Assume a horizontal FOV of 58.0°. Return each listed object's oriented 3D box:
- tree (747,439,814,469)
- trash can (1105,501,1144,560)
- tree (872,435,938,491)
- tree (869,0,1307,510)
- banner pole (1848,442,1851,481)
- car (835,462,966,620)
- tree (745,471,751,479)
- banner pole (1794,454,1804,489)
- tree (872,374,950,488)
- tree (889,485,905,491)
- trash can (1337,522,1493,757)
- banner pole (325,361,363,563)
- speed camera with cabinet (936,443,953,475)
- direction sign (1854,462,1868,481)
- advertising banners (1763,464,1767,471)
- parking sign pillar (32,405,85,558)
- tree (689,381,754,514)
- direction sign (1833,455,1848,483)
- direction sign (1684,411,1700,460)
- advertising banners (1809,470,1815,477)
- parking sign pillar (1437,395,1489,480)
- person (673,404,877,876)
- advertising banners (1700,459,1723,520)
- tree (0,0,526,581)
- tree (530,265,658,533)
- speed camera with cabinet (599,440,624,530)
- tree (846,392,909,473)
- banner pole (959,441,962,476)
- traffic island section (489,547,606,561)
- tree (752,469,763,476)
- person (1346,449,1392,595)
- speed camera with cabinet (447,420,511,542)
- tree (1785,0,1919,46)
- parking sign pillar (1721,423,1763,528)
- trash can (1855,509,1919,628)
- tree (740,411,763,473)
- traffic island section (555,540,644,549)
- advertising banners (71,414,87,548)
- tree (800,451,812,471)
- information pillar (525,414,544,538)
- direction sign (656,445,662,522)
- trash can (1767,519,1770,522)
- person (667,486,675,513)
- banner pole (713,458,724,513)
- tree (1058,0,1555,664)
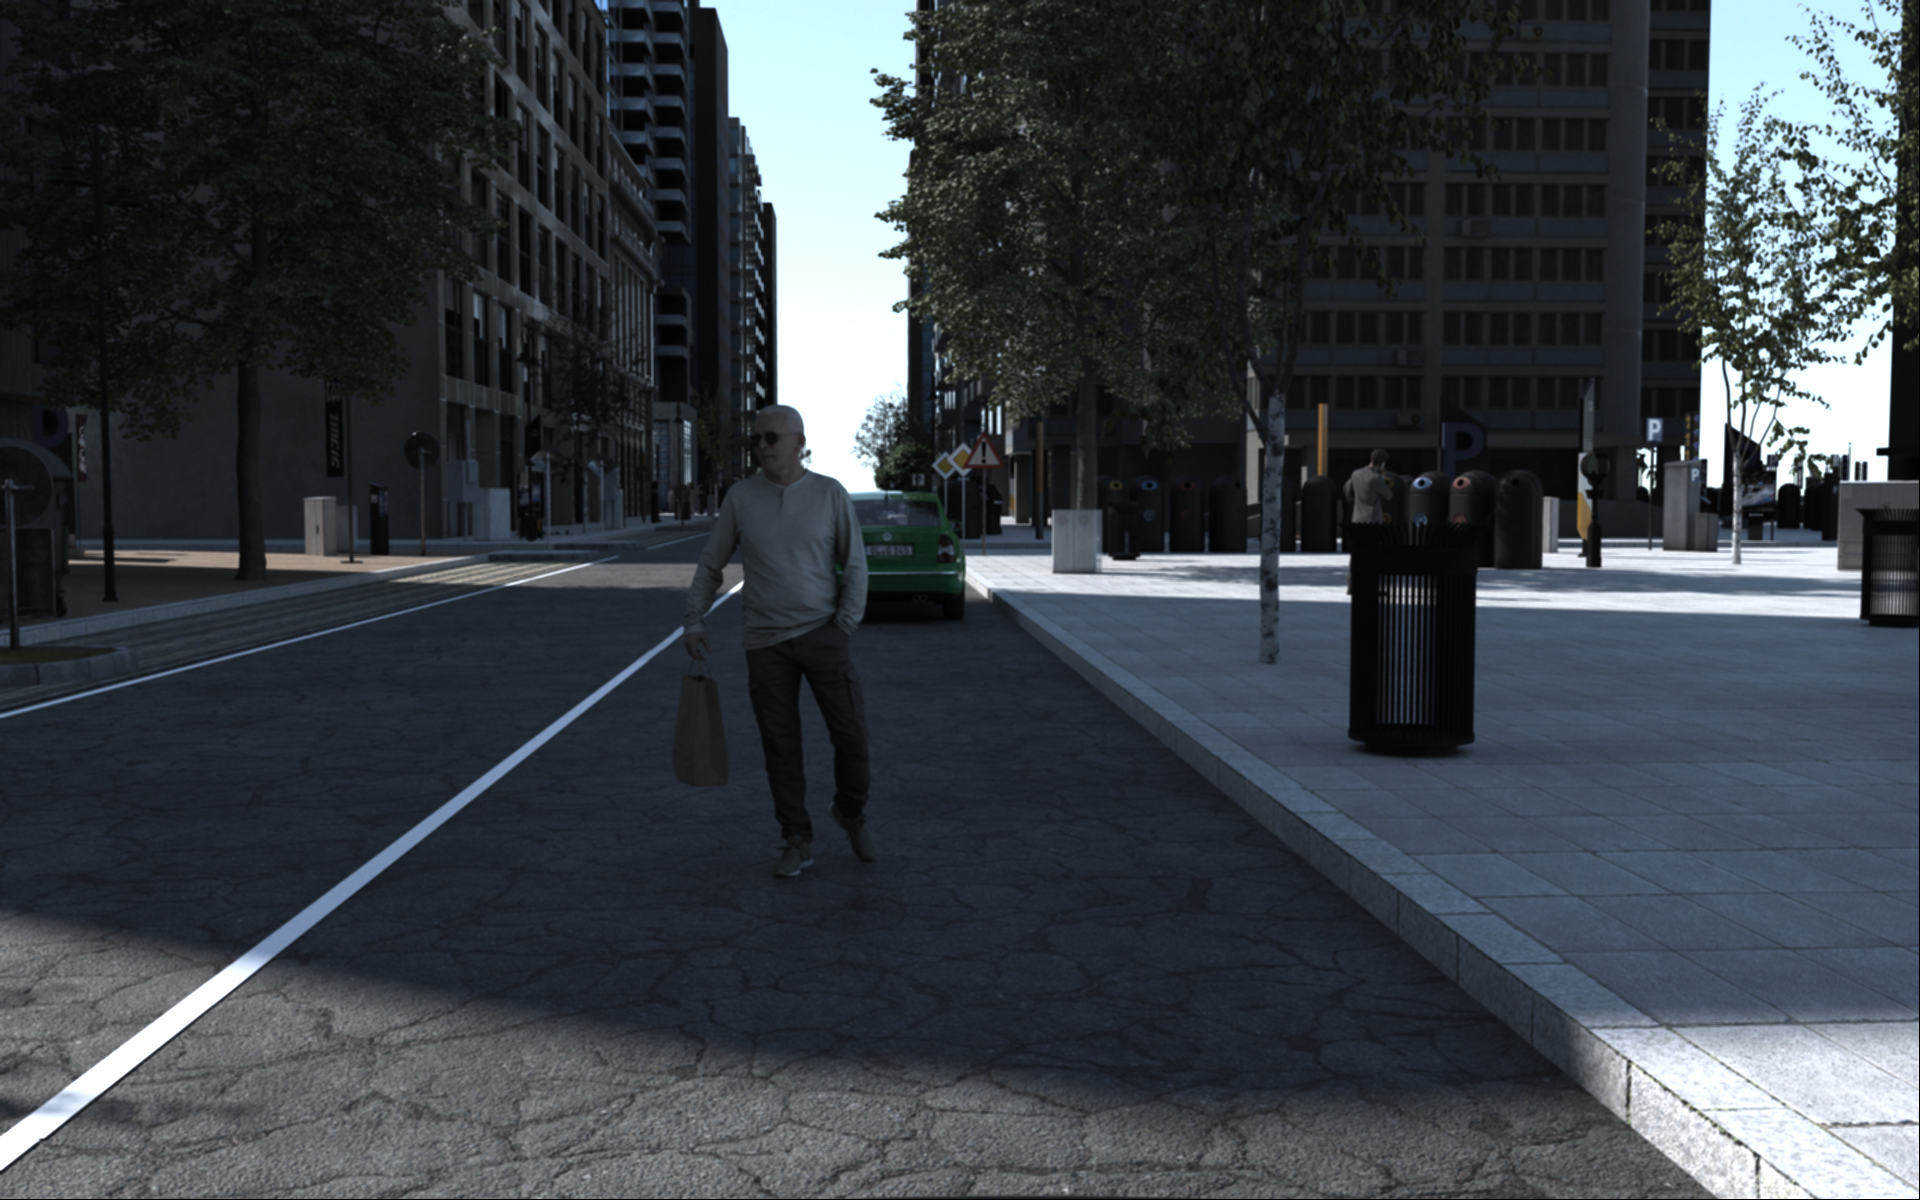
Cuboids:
[{"bbox_3d":[-20.494,-16.104,197.717,8.767,10.594,7.601,1,4,12],"label":"tree"},{"bbox_3d":[3.196,-1.346,33.656,0.748,1.137,0.748,0,3,0],"label":"trash can"},{"bbox_3d":[-2.682,-6.887,96.314,4.285,4.588,4.351,0,3,0],"label":"tree"},{"bbox_3d":[1.792,-6.811,29.494,7.486,12.596,7.792,0,3,0],"label":"tree"},{"bbox_3d":[42.955,-5.731,83.714,0.401,3.779,0.863,2,4,26],"label":"banner pole"},{"bbox_3d":[-0.902,-0.753,21.105,1.959,1.807,4.718,0,4,-3],"label":"car"},{"bbox_3d":[-17.744,-9.278,146.290,1.663,3.219,1.824,0,3,0],"label":"tree"},{"bbox_3d":[51.552,-7.131,106.615,0.401,3.779,0.863,-2,4,-24],"label":"banner pole"},{"bbox_3d":[-2.858,-9.590,107.157,4.360,8.622,3.978,0,3,0],"label":"tree"},{"bbox_3d":[-4.856,-9.131,143.893,1.663,3.219,1.824,0,3,0],"label":"tree"},{"bbox_3d":[2.256,0.185,8.636,0.748,1.137,0.748,0,3,0],"label":"trash can"},{"bbox_3d":[-11.543,-2.586,32.292,0.863,3.779,0.401,2,4,30],"label":"banner pole"},{"bbox_3d":[-0.712,-4.462,67.292,0.660,3.252,2.038,-1,4,-9],"label":"speed camera with cabinet"},{"bbox_3d":[62.593,-7.852,120.369,0.876,3.537,0.379,0,4,-2],"label":"direction sign"},{"bbox_3d":[46.594,-6.474,102.037,2.074,3.025,0.090,0,4,-7],"label":"advertising banners"},{"bbox_3d":[-18.535,-2.844,34.973,1.447,3.967,1.447,1,4,10],"label":"parking sign pillar"},{"bbox_3d":[-15.786,-9.967,113.324,4.737,8.622,4.395,0,3,0],"label":"tree"},{"bbox_3d":[50.546,-6.574,99.489,0.876,3.537,0.379,0,4,-6],"label":"direction sign"},{"bbox_3d":[20.108,-3.403,47.642,0.379,3.537,0.876,0,4,-1],"label":"direction sign"},{"bbox_3d":[54.989,-7.001,110.661,2.074,3.025,0.090,-1,4,-18],"label":"advertising banners"},{"bbox_3d":[13.682,-3.587,47.113,1.447,3.967,1.447,0,4,3],"label":"parking sign pillar"},{"bbox_3d":[-0.718,0.147,6.584,0.782,1.767,0.515,0,4,1],"label":"person"},{"bbox_3d":[36.916,-5.417,84.760,0.090,3.025,2.074,-1,4,-18],"label":"advertising banners"},{"bbox_3d":[-10.187,-6.577,25.662,7.486,12.596,7.792,0,3,0],"label":"tree"},{"bbox_3d":[-12.201,-6.507,56.745,4.360,8.622,3.978,0,3,0],"label":"tree"},{"bbox_3d":[-12.630,-4.183,62.732,0.660,3.252,2.038,0,4,-3],"label":"speed camera with cabinet"},{"bbox_3d":[-8.678,-18.157,207.235,12.009,13.543,11.850,0,3,0],"label":"tree"},{"bbox_3d":[-0.014,-5.637,82.177,0.401,3.779,0.863,0,4,6],"label":"banner pole"},{"bbox_3d":[-9.106,-0.977,38.251,2.009,0.180,2.903,0,4,-3],"label":"traffic island section"},{"bbox_3d":[-20.770,-12.445,187.184,4.285,4.588,4.351,0,3,0],"label":"tree"},{"bbox_3d":[5.192,-0.985,21.951,0.447,1.846,0.655,-3,4,-36],"label":"person"},{"bbox_3d":[-13.084,-3.227,47.098,0.660,3.252,2.038,1,4,22],"label":"speed camera with cabinet"},{"bbox_3d":[12.046,-4.324,21.059,4.737,8.622,4.395,0,3,0],"label":"tree"},{"bbox_3d":[29.468,-4.692,65.180,1.447,3.967,1.447,0,4,8],"label":"parking sign pillar"},{"bbox_3d":[9.092,-0.315,16.806,0.748,1.137,0.748,0,3,0],"label":"trash can"},{"bbox_3d":[-17.657,-12.482,154.436,4.360,8.622,3.978,0,3,0],"label":"tree"},{"bbox_3d":[-9.569,-1.464,46.222,2.009,0.180,2.903,0,4,-3],"label":"traffic island section"},{"bbox_3d":[-19.279,-2.520,37.388,0.090,3.025,2.074,0,4,-2],"label":"advertising banners"},{"bbox_3d":[-25.323,-19.663,271.854,4.360,8.622,3.978,0,3,0],"label":"tree"},{"bbox_3d":[-12.457,-3.627,50.648,0.504,3.616,0.183,1,4,10],"label":"information pillar"},{"bbox_3d":[-13.948,-5.381,79.976,0.379,3.537,0.876,0,4,-3],"label":"direction sign"},{"bbox_3d":[37.576,-4.228,80.788,0.748,1.137,0.748,0,3,0],"label":"trash can"},{"bbox_3d":[-19.040,-6.615,114.477,0.678,1.792,0.850,0,4,-2],"label":"person"},{"bbox_3d":[-16.646,-7.895,119.098,0.863,3.779,0.401,0,4,5],"label":"banner pole"},{"bbox_3d":[2.462,-3.838,13.109,4.737,8.622,4.395,0,3,0],"label":"tree"}]
